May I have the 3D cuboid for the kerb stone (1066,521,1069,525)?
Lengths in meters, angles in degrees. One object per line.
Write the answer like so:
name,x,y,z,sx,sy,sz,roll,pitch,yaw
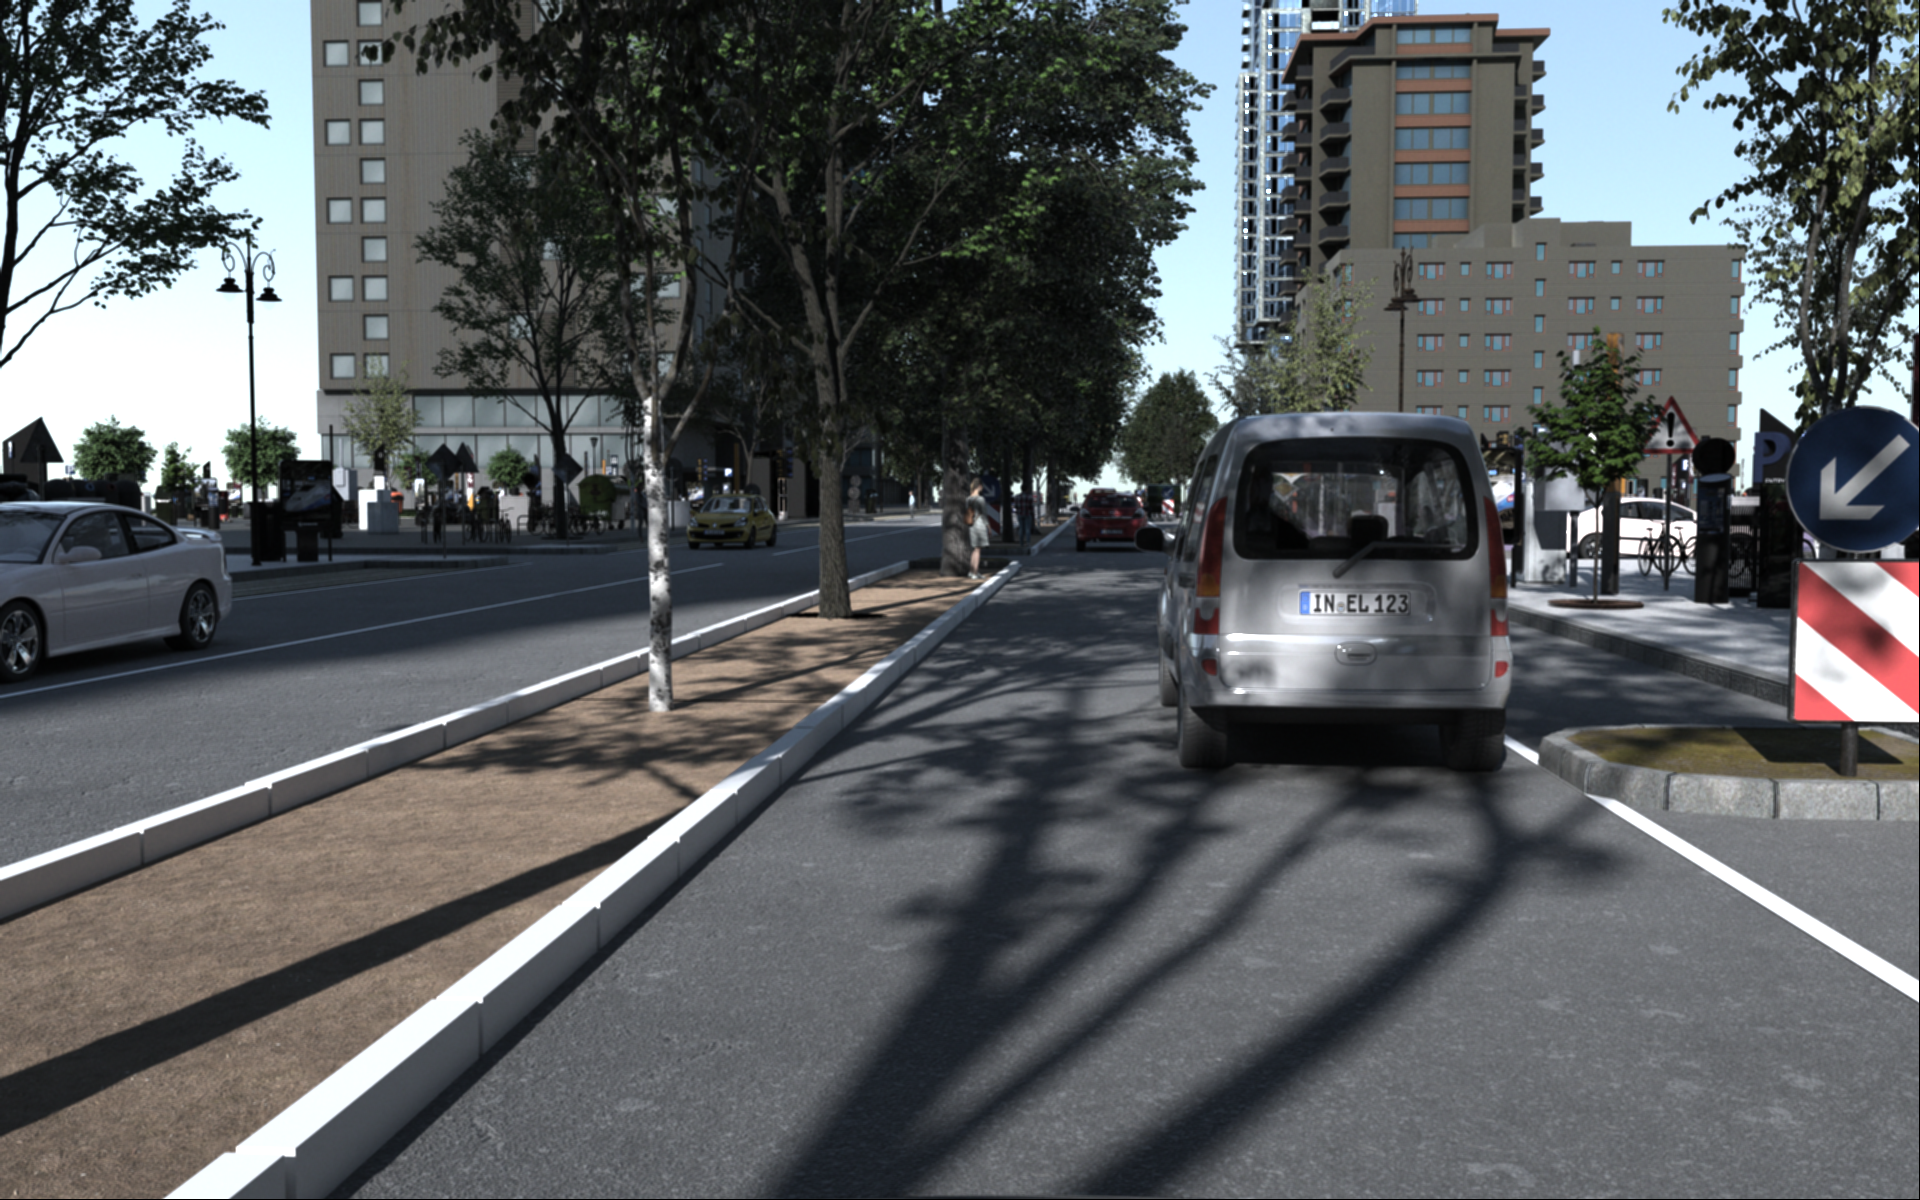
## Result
kerb stone,4.526,-3.226,74.979,0.120,0.150,1.000,0,4,5

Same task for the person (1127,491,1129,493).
person,10.956,-6.288,113.117,0.589,1.601,0.330,-3,4,-36

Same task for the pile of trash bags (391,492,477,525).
pile of trash bags,-22.376,-3.868,72.992,3.447,1.369,1.912,-3,5,-42

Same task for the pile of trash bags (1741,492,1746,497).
pile of trash bags,42.794,-5.068,92.616,1.912,1.369,3.447,0,4,-5

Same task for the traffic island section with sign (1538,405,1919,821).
traffic island section with sign,4.000,0.004,8.557,1.989,1.847,2.006,0,4,5

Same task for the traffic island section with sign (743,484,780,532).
traffic island section with sign,-7.812,-3.429,64.685,1.989,1.847,2.006,0,4,5

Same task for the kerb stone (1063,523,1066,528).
kerb stone,4.101,-2.915,69.861,0.120,0.150,1.000,0,4,5

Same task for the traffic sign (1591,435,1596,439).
traffic sign,9.754,-1.470,26.158,0.606,2.300,0.079,1,4,11

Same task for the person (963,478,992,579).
person,0.283,-1.200,29.120,0.522,1.701,0.512,-3,5,-44

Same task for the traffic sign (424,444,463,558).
traffic sign,-10.266,-1.885,34.457,0.795,2.450,0.064,0,4,5

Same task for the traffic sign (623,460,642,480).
traffic sign,-12.077,-3.899,63.859,0.768,2.556,0.104,1,4,11

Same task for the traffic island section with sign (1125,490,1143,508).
traffic island section with sign,17.048,-9.702,167.249,1.989,1.847,2.006,0,4,5

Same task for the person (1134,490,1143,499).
person,12.257,-6.837,121.005,1.217,1.743,0.721,0,4,-2

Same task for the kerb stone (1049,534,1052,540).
kerb stone,2.595,-1.791,51.487,0.120,0.150,1.000,0,4,5

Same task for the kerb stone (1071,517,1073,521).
kerb stone,5.438,-3.915,86.213,0.120,0.150,1.000,0,4,5

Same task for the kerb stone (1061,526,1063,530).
kerb stone,3.693,-2.603,64.754,0.120,0.150,1.000,0,4,5

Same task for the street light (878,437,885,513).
street light,-5.410,-8.946,119.057,0.468,5.910,1.993,0,4,5

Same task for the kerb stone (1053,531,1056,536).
kerb stone,2.919,-2.041,55.569,0.120,0.150,1.000,0,4,5

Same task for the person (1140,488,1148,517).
person,11.755,-6.238,110.401,0.836,1.842,0.656,2,4,25

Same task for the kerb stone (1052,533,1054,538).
kerb stone,2.758,-1.917,53.531,0.120,0.150,1.000,0,4,5

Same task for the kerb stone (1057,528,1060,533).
kerb stone,3.347,-2.353,60.666,0.120,0.150,1.000,0,4,5

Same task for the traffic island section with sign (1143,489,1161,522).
traffic island section with sign,10.765,-5.027,90.826,1.989,1.847,2.006,0,4,5

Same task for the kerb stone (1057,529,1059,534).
kerb stone,3.266,-2.290,59.647,0.120,0.150,1.000,0,4,5

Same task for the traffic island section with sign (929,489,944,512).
traffic island section with sign,-1.451,-8.168,142.177,1.989,1.847,2.006,0,4,5

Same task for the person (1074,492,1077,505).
person,14.712,-12.825,219.655,0.593,1.643,0.415,1,4,21

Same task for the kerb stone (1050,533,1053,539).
kerb stone,2.679,-1.854,52.511,0.120,0.150,1.000,0,4,5

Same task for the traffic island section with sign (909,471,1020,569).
traffic island section with sign,0.081,-1.576,33.906,2.006,1.907,1.989,0,4,5

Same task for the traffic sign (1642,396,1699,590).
traffic sign,9.423,-1.409,23.037,0.884,2.594,0.081,1,4,9

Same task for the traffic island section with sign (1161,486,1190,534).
traffic island section with sign,8.497,-3.349,63.387,1.989,1.847,2.006,0,4,5

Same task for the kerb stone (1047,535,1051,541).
kerb stone,2.507,-1.729,50.467,0.120,0.150,1.000,0,4,5

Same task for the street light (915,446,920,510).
street light,-3.467,-10.375,142.416,0.468,5.910,1.993,0,4,5

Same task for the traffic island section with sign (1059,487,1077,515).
traffic island section with sign,6.845,-6.608,116.175,2.006,1.907,1.989,0,4,5

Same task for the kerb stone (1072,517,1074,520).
kerb stone,5.539,-3.978,87.235,0.120,0.150,1.000,0,4,5

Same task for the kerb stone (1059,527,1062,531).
kerb stone,3.517,-2.478,62.718,0.120,0.150,1.000,0,4,5

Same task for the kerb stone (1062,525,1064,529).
kerb stone,3.851,-2.727,66.792,0.120,0.150,1.000,0,4,5

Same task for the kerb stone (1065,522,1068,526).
kerb stone,4.354,-3.103,72.934,0.120,0.150,1.000,0,4,5

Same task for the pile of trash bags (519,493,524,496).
pile of trash bags,-28.622,-5.933,106.763,3.447,1.369,1.912,-1,4,-22

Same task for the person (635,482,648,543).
person,-9.233,-2.579,50.933,0.573,1.790,0.520,1,4,13

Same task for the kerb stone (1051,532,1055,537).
kerb stone,2.843,-1.974,54.550,0.120,0.150,1.000,0,4,5

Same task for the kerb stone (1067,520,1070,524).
kerb stone,4.691,-3.353,77.020,0.120,0.150,1.000,0,4,5

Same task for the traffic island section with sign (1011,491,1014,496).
traffic island section with sign,7.538,-14.845,251.339,1.989,1.847,2.006,0,4,5

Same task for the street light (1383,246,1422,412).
street light,8.279,-3.653,32.516,0.468,5.910,1.993,0,4,5

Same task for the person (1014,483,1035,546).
person,1.703,-2.237,45.909,0.563,1.720,0.643,1,4,15

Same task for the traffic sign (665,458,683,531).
traffic sign,-10.016,-3.686,60.367,0.768,2.556,0.104,1,4,11

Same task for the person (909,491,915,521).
person,-2.618,-5.100,93.692,0.330,1.601,0.589,0,4,1

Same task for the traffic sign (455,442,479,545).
traffic sign,-12.443,-2.652,43.364,0.884,2.594,0.081,1,4,14

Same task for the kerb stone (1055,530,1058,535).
kerb stone,3.090,-2.166,57.611,0.120,0.150,1.000,0,4,5

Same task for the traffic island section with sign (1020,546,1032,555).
traffic island section with sign,0.697,-2.028,41.288,2.006,1.907,1.989,0,4,5

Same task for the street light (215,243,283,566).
street light,-12.641,-3.557,30.944,0.468,5.910,1.993,0,4,5

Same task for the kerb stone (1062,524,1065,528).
kerb stone,3.927,-2.791,67.824,0.120,0.150,1.000,0,4,5

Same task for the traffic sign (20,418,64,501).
traffic sign,-15.640,-1.804,29.497,0.884,2.594,0.081,1,4,14

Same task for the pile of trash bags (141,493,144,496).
pile of trash bags,-44.093,-4.941,90.530,1.912,1.369,3.447,1,4,22

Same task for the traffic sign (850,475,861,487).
traffic sign,-7.079,-7.185,117.579,0.768,2.556,0.104,0,4,7

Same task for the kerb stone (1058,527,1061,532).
kerb stone,3.424,-2.413,61.698,0.120,0.150,1.000,0,4,5

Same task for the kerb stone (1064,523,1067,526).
kerb stone,4.188,-2.976,70.879,0.120,0.150,1.000,0,4,5

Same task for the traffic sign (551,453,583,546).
traffic sign,-9.612,-2.371,42.415,0.795,2.450,0.064,0,4,5

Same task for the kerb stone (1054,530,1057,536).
kerb stone,3.006,-2.104,56.593,0.120,0.150,1.000,0,4,5

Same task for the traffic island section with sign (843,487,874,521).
traffic island section with sign,-5.605,-5.072,91.550,1.989,1.847,2.006,0,4,5

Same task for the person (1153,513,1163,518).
person,11.910,-5.937,104.938,0.474,1.900,0.648,-3,5,-45

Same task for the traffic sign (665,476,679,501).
traffic sign,-11.602,-4.258,69.718,0.768,2.556,0.104,1,4,13
